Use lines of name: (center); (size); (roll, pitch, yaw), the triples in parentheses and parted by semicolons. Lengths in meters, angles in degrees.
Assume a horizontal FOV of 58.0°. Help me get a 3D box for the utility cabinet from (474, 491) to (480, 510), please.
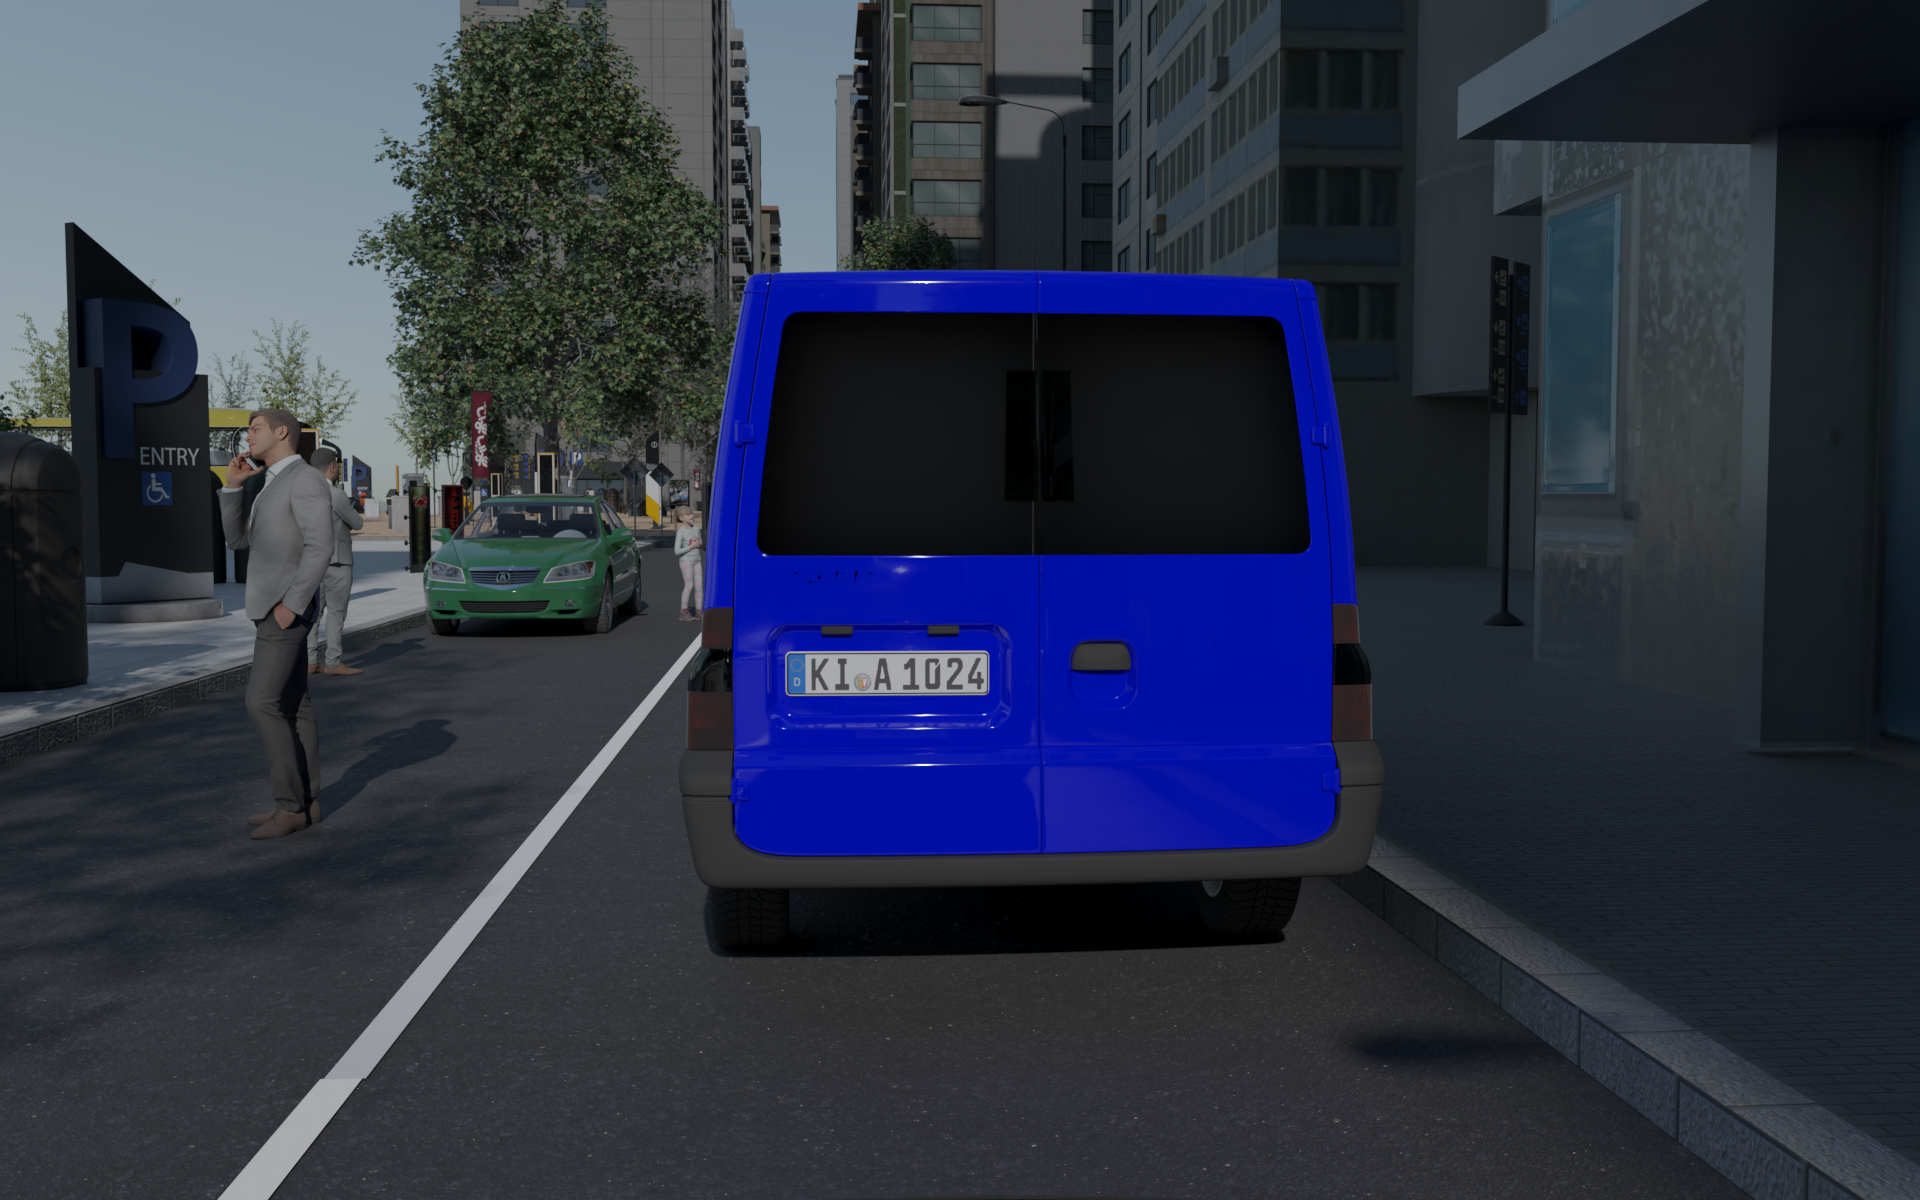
utility cabinet: (-29.791, -6.082, 108.112); (1.173, 1.500, 0.318); (2, 4, 28)

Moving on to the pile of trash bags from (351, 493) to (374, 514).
pile of trash bags: (-39.168, -6.356, 113.669); (1.912, 1.369, 3.447); (-1, 4, -20)

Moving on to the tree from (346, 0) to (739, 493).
tree: (-9.348, -7.491, 39.488); (9.611, 12.733, 9.660); (0, 3, 0)

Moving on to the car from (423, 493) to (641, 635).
car: (-4.629, -0.455, 19.229); (2.131, 1.459, 4.920); (0, 4, -4)

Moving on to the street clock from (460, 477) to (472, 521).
street clock: (-20.386, -4.097, 71.549); (0.471, 2.002, 0.358); (-2, 4, -27)

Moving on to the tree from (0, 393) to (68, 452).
tree: (-18.367, -2.365, 33.271); (1.663, 3.219, 1.824); (0, 3, 0)

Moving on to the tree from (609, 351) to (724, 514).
tree: (-14.171, -10.123, 99.917); (8.767, 10.594, 7.601); (2, 4, 26)

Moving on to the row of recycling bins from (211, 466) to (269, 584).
row of recycling bins: (-11.419, -1.076, 24.705); (3.534, 1.692, 1.069); (-1, 4, -21)

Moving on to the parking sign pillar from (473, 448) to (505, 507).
parking sign pillar: (-21.224, -5.512, 78.599); (1.447, 3.967, 1.447); (1, 4, 21)

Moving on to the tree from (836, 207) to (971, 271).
tree: (-2.166, -9.326, 69.490); (9.611, 12.733, 9.660); (0, 3, 0)

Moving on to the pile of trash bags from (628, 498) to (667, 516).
pile of trash bags: (-17.471, -5.545, 100.412); (3.447, 1.369, 1.912); (-1, 4, -19)

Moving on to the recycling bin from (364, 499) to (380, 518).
recycling bin: (-31.144, -4.842, 91.717); (0.722, 1.027, 0.722); (-1, 4, -22)

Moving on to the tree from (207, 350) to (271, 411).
tree: (-37.197, -8.415, 87.941); (4.360, 8.622, 3.978); (0, 3, 0)

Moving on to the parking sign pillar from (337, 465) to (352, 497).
parking sign pillar: (-38.611, -7.231, 106.692); (1.447, 3.967, 1.447); (0, 4, -6)

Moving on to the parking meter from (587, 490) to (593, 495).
parking meter: (-24.943, -6.624, 116.717); (0.372, 1.533, 0.369); (0, 3, 0)

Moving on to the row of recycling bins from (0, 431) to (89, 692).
row of recycling bins: (-7.005, -0.199, 10.366); (1.069, 1.692, 3.534); (2, 4, 33)

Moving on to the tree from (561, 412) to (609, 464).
tree: (-21.928, -10.894, 112.529); (8.767, 10.594, 7.601); (0, 4, -2)

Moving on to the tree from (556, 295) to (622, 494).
tree: (-12.996, -6.584, 58.014); (4.737, 8.622, 4.395); (0, 3, 0)

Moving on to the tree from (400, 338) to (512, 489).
tree: (-22.022, -7.623, 74.995); (4.360, 8.622, 3.978); (0, 3, 0)

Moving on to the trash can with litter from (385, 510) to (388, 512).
trash can with litter: (-38.897, -6.570, 118.804); (0.624, 1.170, 1.055); (3, 4, 38)

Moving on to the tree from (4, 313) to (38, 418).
tree: (-36.161, -7.469, 72.473); (4.737, 8.622, 4.395); (0, 3, 0)

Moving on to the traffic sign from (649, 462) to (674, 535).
traffic sign: (-9.377, -3.107, 54.445); (0.795, 2.450, 0.064); (0, 4, -5)

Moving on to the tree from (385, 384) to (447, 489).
tree: (-33.947, -9.718, 109.254); (4.737, 8.622, 4.395); (0, 3, 0)

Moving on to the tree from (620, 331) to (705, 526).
tree: (-12.160, -7.251, 68.921); (4.360, 8.622, 3.978); (0, 3, 0)

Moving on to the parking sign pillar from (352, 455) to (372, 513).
parking sign pillar: (-41.045, -7.969, 118.764); (1.447, 3.967, 1.447); (0, 4, 4)

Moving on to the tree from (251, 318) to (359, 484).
tree: (-27.702, -7.475, 72.575); (4.737, 8.622, 4.395); (0, 3, 0)

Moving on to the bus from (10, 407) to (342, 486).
bus: (-24.310, -3.544, 49.498); (12.252, 3.916, 2.896); (0, 4, -4)

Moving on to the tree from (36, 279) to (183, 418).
tree: (-28.427, -6.656, 59.181); (4.737, 8.622, 4.395); (0, 3, 0)

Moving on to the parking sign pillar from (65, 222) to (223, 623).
parking sign pillar: (-8.394, -1.792, 17.774); (1.447, 3.967, 1.447); (2, 4, 30)

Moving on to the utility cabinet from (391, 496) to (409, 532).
utility cabinet: (-18.655, -2.896, 58.508); (0.306, 1.237, 1.020); (3, 5, 43)

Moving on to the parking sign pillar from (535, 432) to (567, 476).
parking sign pillar: (-17.648, -5.284, 74.859); (1.447, 3.967, 1.447); (-1, 4, -16)

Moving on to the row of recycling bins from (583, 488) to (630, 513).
row of recycling bins: (-24.265, -6.841, 118.958); (3.534, 1.692, 1.069); (1, 4, 17)

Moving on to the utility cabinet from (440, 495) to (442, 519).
utility cabinet: (-26.295, -4.786, 89.408); (1.020, 1.237, 0.306); (-2, 4, -24)

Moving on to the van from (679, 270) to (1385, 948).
van: (-0.027, -0.172, 7.193); (2.240, 2.365, 5.245); (0, 4, -5)

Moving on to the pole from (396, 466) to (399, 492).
pole: (-40.130, -7.937, 123.607); (0.158, 3.312, 0.155); (0, 3, 0)

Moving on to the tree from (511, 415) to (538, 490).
tree: (-27.622, -9.436, 104.641); (4.360, 8.622, 3.978); (0, 3, 0)

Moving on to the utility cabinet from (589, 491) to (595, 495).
utility cabinet: (-22.809, -6.033, 107.322); (0.318, 1.500, 1.173); (0, 4, -8)

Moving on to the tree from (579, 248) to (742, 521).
tree: (-13.314, -10.601, 83.692); (12.009, 13.543, 11.850); (0, 3, 0)

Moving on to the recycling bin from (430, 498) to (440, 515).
recycling bin: (-31.896, -5.666, 105.188); (0.722, 1.027, 0.722); (0, 4, 6)
